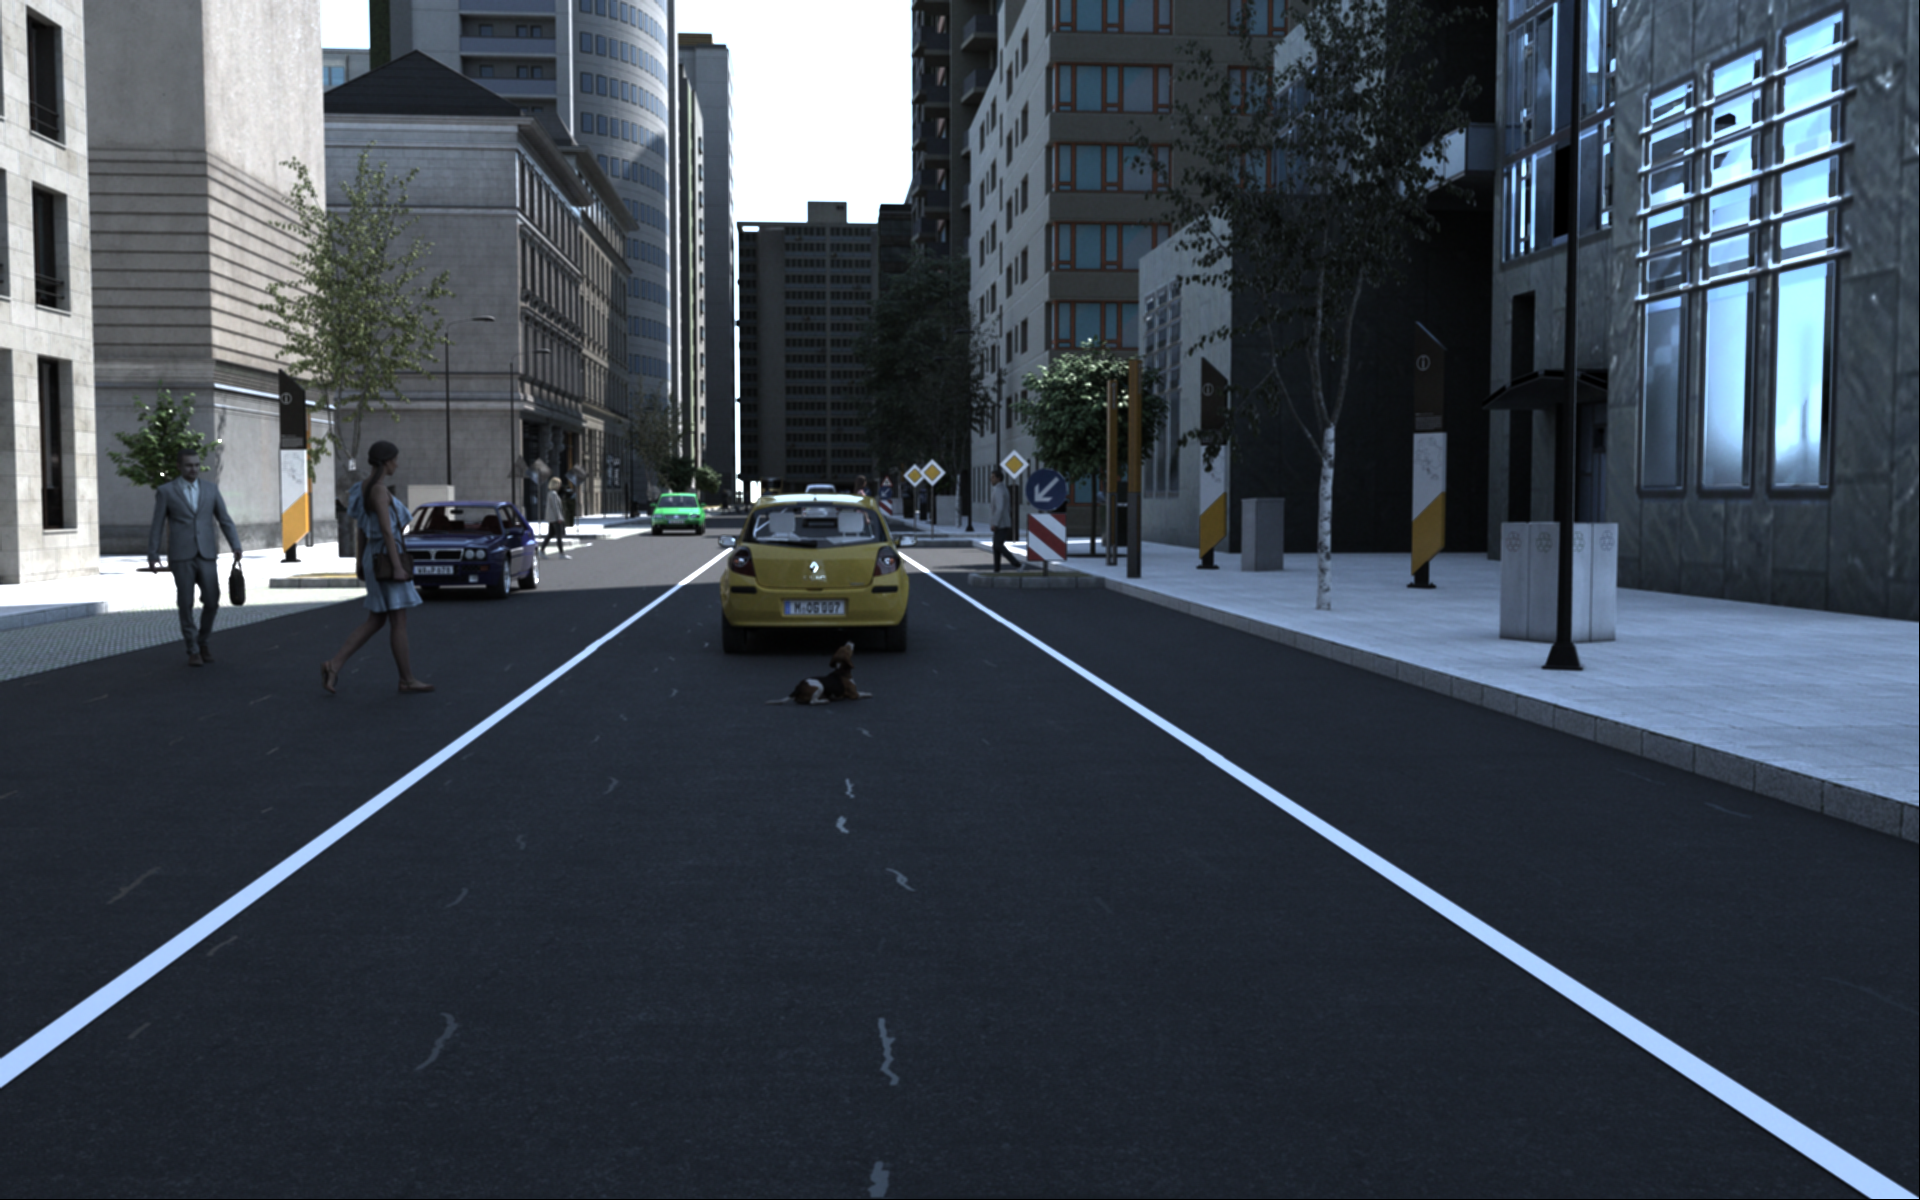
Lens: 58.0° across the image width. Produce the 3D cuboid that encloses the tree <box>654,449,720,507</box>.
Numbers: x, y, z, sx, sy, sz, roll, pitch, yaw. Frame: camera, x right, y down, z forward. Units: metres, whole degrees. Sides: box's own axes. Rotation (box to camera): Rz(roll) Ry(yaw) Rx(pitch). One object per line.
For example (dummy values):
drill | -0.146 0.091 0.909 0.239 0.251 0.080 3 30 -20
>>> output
tree | -20.622 -8.678 125.596 4.285 4.588 4.351 0 3 0

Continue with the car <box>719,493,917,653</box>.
car | -1.411 -0.422 17.120 2.015 1.641 3.980 0 4 -4

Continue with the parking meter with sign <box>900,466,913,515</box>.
parking meter with sign | -3.382 -6.821 107.783 0.543 3.016 1.738 -2 4 -33

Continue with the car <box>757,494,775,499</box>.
car | -17.840 -9.316 161.359 2.155 1.783 4.494 0 4 -7

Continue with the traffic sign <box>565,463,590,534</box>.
traffic sign | -12.390 -3.207 56.077 0.795 2.450 0.064 0 4 -5

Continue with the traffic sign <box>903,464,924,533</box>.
traffic sign | -1.487 -3.264 57.016 0.795 2.450 0.064 0 4 -5

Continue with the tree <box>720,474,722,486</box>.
tree | -26.373 -11.941 178.955 4.285 4.588 4.351 0 3 0

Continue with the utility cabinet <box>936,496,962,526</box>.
utility cabinet | -0.444 -3.585 69.770 1.020 1.237 0.306 2 4 26

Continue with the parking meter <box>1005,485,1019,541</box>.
parking meter | 1.419 -2.368 47.122 0.372 1.533 0.369 0 3 0

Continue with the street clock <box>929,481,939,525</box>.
street clock | -1.099 -4.140 72.259 0.358 2.002 0.471 2 4 28

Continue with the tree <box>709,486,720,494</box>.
tree | -26.341 -11.666 185.344 1.663 3.219 1.824 0 3 0

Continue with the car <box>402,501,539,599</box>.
car | -7.148 -0.749 24.828 1.945 1.354 3.894 0 4 -5

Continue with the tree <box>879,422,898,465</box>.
tree | -4.163 -10.755 126.214 4.360 8.622 3.978 0 3 0

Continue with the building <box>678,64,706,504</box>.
building | -39.602 -34.775 192.277 21.600 48.544 21.300 0 4 -5

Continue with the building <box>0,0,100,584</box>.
building | -17.982 -9.977 17.871 10.420 20.320 16.860 0 4 -5

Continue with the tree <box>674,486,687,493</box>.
tree | -22.356 -8.803 138.524 1.663 3.219 1.824 0 3 0

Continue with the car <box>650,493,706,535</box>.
car | -9.998 -3.227 61.564 1.959 1.807 4.718 0 4 -7

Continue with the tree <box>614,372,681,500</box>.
tree | -18.722 -9.419 104.357 4.360 8.622 3.978 0 3 0

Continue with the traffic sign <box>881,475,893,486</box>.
traffic sign | -5.003 -7.250 118.536 0.884 2.594 0.081 0 4 -1

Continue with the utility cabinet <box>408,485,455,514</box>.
utility cabinet | -13.196 -2.116 43.277 1.173 1.500 0.318 1 4 19

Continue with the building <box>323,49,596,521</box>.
building | -23.845 -13.819 76.844 10.553 20.767 40.483 0 4 -5

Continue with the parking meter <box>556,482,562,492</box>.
parking meter | -16.591 -4.017 71.393 0.255 1.863 0.399 1 4 21

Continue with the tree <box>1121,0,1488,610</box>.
tree | 4.001 -4.211 19.216 4.360 8.622 3.978 0 3 0

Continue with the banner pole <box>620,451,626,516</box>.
banner pole | -19.980 -6.826 101.628 0.863 3.779 0.401 -1 4 -8

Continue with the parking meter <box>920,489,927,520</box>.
parking meter | -1.779 -4.634 84.185 0.372 1.533 0.369 0 3 0

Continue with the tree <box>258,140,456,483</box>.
tree | -12.936 -5.291 36.873 4.737 8.622 4.395 0 3 0

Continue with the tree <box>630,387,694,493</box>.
tree | -20.257 -10.249 117.939 4.737 8.622 4.395 0 3 0

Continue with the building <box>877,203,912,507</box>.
building | -1.356 -24.648 174.701 14.160 30.474 14.107 0 4 -5

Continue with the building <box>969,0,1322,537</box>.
building | 16.025 -13.769 70.161 28.899 21.520 27.650 0 4 -5

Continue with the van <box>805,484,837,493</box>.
van | -6.108 -4.227 76.126 2.013 2.044 4.112 0 4 -4

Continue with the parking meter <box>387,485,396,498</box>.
parking meter | -15.212 -2.307 46.128 0.372 1.533 0.369 0 3 0

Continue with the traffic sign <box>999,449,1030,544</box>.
traffic sign | 1.391 -2.646 44.448 0.795 2.450 0.064 0 4 -1

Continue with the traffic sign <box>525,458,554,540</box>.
traffic sign | -11.688 -2.721 48.123 0.795 2.450 0.064 0 4 -5

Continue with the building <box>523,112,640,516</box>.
building | -30.116 -17.020 111.568 16.112 22.955 30.059 0 4 -5

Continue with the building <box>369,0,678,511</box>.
building | -34.774 -36.747 142.812 21.231 58.520 28.212 0 4 -5

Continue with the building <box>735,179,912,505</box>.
building | -17.790 -33.056 232.347 23.993 40.220 32.217 0 4 -5

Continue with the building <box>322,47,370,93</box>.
building | -65.468 -34.843 189.295 30.456 49.044 23.786 0 4 -5

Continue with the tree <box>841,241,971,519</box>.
tree | -1.153 -11.128 88.592 9.857 13.997 8.962 0 3 0

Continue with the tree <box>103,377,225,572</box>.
tree | -13.282 -2.099 28.916 1.663 3.219 1.824 0 3 0

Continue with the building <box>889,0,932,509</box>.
building | 4.265 -43.868 155.491 20.563 71.187 20.611 0 4 -5

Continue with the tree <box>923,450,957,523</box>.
tree | -0.874 -4.988 76.150 1.663 3.219 1.824 0 3 0

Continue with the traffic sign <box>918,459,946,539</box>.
traffic sign | -0.784 -2.778 49.062 0.795 2.450 0.064 0 4 -5

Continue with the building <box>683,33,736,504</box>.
building | -43.433 -41.732 224.314 28.212 58.520 21.231 0 4 -5

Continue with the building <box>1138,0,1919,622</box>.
building | 17.384 -43.926 30.860 22.319 86.520 31.000 0 4 -5

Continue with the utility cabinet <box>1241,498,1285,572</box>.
utility cabinet | 5.076 -1.095 29.063 0.306 1.237 1.020 3 4 37

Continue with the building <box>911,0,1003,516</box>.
building | 8.322 -27.777 108.774 22.147 44.769 28.867 0 4 -5

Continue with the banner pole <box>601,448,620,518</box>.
banner pole | -19.041 -6.337 93.625 0.401 3.779 0.863 3 5 43

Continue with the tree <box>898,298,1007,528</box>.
tree | -0.127 -7.048 65.602 4.360 8.622 3.978 0 3 0

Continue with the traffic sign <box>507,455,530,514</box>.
traffic sign | -14.495 -3.495 57.139 0.884 2.594 0.081 0 4 0

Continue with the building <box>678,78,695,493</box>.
building | -32.897 -29.426 164.703 14.154 41.232 14.086 0 4 -5

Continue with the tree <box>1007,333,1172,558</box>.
tree | 2.658 -3.169 35.533 4.285 4.588 4.351 0 3 0
